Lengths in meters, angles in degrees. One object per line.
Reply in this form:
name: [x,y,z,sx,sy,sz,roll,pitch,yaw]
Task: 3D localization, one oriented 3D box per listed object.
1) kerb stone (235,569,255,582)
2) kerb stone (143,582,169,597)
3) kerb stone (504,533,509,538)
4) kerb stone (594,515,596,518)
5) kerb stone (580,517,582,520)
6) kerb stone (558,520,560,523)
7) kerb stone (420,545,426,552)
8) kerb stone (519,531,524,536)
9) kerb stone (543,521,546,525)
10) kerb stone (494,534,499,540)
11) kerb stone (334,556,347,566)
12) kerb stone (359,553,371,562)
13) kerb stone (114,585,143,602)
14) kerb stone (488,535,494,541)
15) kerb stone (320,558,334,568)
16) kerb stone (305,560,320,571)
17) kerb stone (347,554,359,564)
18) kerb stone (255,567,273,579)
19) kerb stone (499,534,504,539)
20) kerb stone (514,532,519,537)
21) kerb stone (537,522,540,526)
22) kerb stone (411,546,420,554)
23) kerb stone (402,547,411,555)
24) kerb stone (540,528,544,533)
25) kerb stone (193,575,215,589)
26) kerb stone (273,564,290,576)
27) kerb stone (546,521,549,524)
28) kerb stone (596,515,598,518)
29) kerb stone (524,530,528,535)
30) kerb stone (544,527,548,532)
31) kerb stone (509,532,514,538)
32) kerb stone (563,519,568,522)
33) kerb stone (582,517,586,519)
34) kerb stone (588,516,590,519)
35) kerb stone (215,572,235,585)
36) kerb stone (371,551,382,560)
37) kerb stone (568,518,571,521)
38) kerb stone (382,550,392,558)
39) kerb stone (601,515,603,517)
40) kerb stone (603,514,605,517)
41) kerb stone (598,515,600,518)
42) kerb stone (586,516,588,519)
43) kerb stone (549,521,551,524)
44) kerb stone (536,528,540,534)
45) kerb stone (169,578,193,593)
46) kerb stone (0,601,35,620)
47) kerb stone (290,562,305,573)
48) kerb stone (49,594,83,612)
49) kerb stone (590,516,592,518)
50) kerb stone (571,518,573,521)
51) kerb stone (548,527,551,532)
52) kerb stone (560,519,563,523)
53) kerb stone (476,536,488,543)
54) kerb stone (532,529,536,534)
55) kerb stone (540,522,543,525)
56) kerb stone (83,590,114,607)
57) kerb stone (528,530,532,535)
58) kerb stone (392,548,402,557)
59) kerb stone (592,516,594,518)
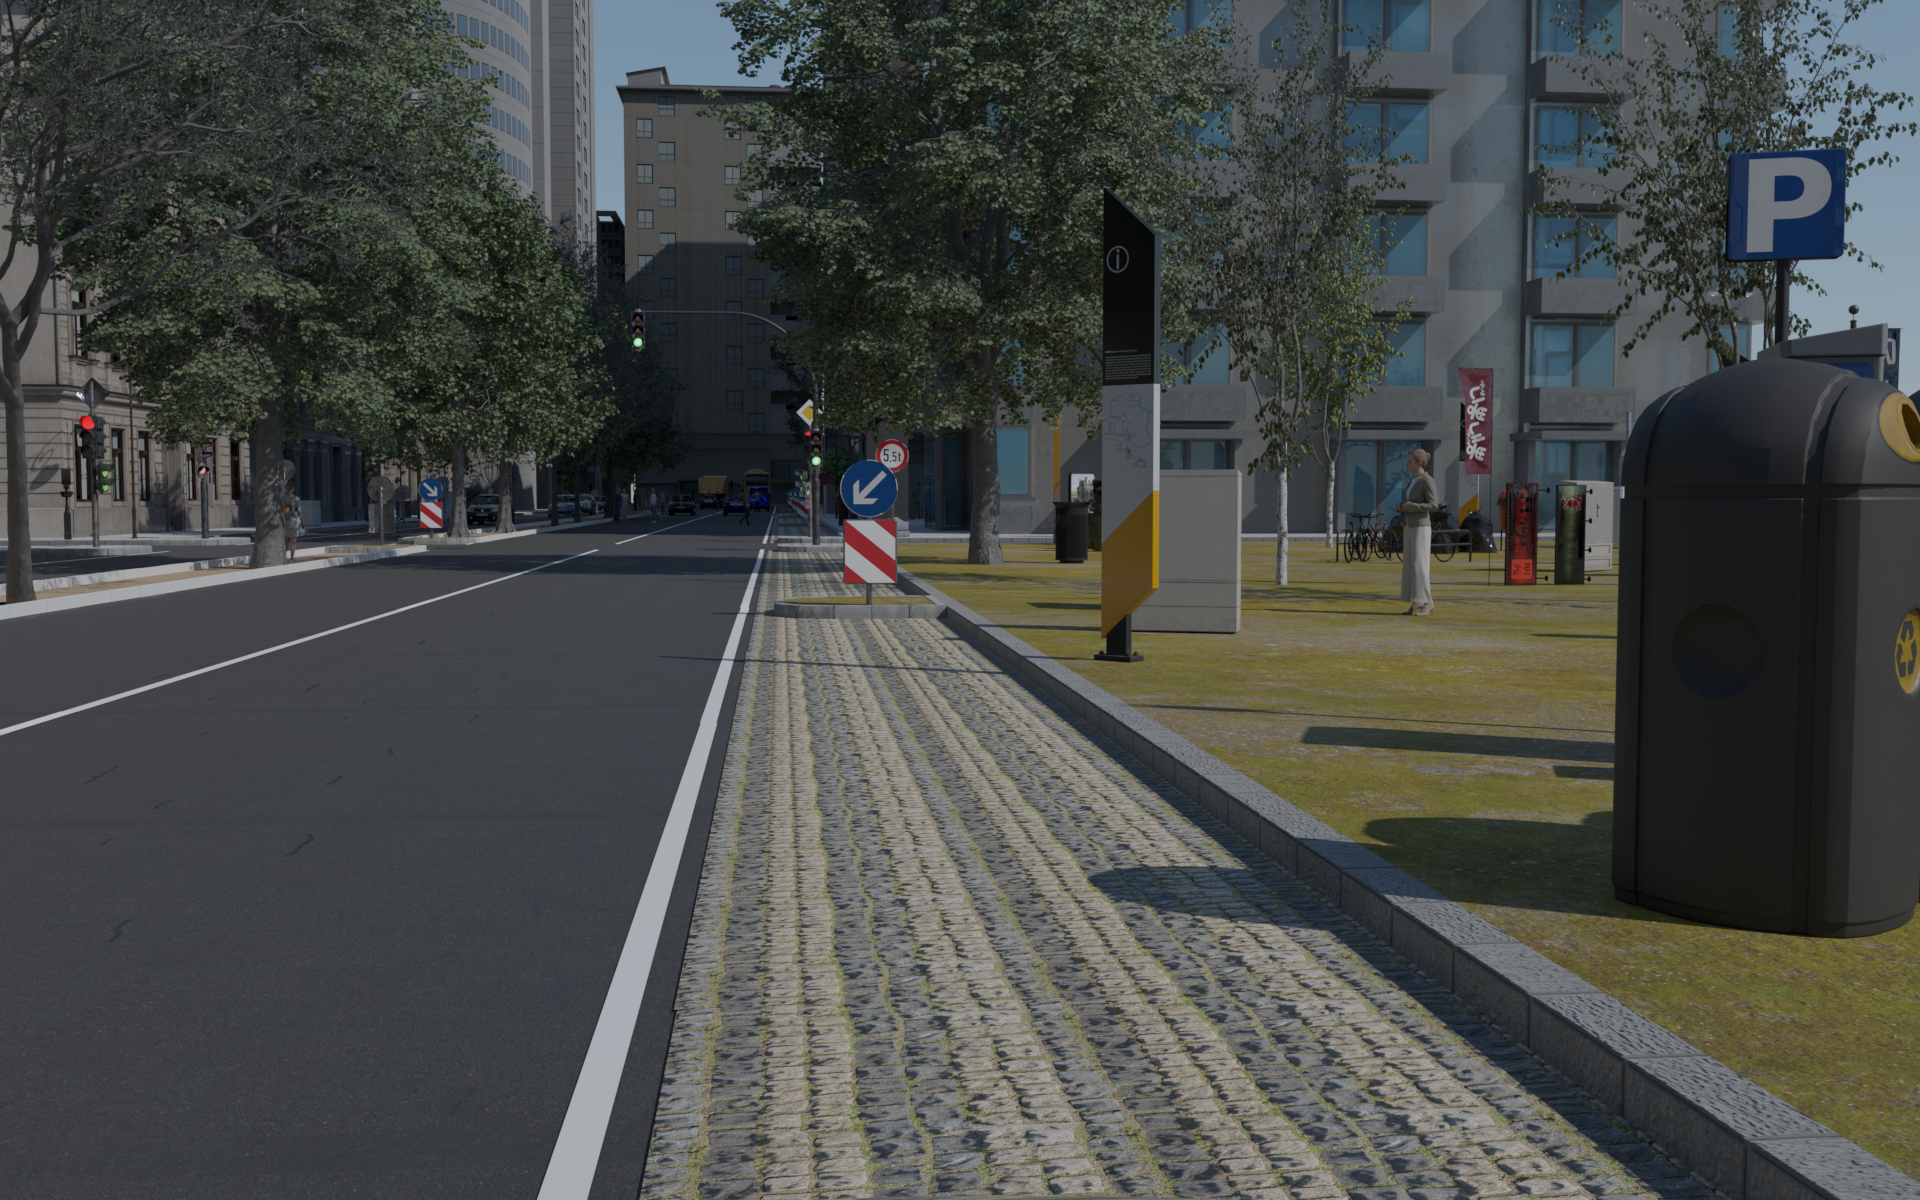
kerb stone: [-11.870,-0.387,28.529,0.120,0.150,1.000,0,4,-6]
kerb stone: [-11.440,-0.138,24.448,0.120,0.150,1.000,0,4,-6]
kerb stone: [-14.700,-2.042,55.605,0.120,0.150,1.000,0,4,-6]
kerb stone: [-21.563,-4.834,101.323,0.120,0.150,1.000,0,4,-6]
kerb stone: [-20.818,-4.401,94.178,0.120,0.150,1.000,0,4,-6]
kerb stone: [-19.859,-3.835,84.975,0.120,0.150,1.000,0,4,-6]
kerb stone: [-13.354,-1.260,42.799,0.120,0.150,1.000,0,4,-6]
kerb stone: [-15.006,-2.230,58.663,0.120,0.150,1.000,0,4,-6]
kerb stone: [-19.321,-3.524,79.870,0.120,0.150,1.000,0,4,-6]
kerb stone: [-14.478,-1.916,53.572,0.120,0.150,1.000,0,4,-6]
kerb stone: [-12.500,-0.761,34.640,0.120,0.150,1.000,0,4,-6]
kerb stone: [-12.715,-0.884,36.678,0.120,0.150,1.000,0,4,-6]
kerb stone: [-11.338,-0.074,23.431,0.120,0.150,1.000,0,4,-6]
kerb stone: [-14.364,-1.857,52.556,0.120,0.150,1.000,0,4,-6]
kerb stone: [-12.401,-0.699,33.623,0.120,0.150,1.000,0,4,-6]
kerb stone: [-12.297,-0.635,32.606,0.120,0.150,1.000,0,4,-6]
kerb stone: [-12.612,-0.823,35.660,0.120,0.150,1.000,0,4,-6]
kerb stone: [-11.977,-0.450,29.549,0.120,0.150,1.000,0,4,-6]
kerb stone: [-14.583,-1.981,54.589,0.120,0.150,1.000,0,4,-6]
kerb stone: [-14.905,-2.168,57.646,0.120,0.150,1.000,0,4,-6]
kerb stone: [-19.108,-3.403,77.831,0.120,0.150,1.000,0,4,-6]
kerb stone: [-13.257,-1.197,41.773,0.120,0.150,1.000,0,4,-6]
kerb stone: [-13.144,-1.135,40.757,0.120,0.150,1.000,0,4,-6]
kerb stone: [-15.539,-2.542,63.758,0.120,0.150,1.000,0,4,-6]
kerb stone: [-11.657,-0.262,26.484,0.120,0.150,1.000,0,4,-6]
kerb stone: [-12.085,-0.512,30.573,0.120,0.150,1.000,0,4,-6]
kerb stone: [-19.434,-3.590,80.886,0.120,0.150,1.000,0,4,-6]
kerb stone: [-21.671,-4.903,102.355,0.120,0.150,1.000,0,4,-6]
kerb stone: [-15.111,-2.285,59.682,0.120,0.150,1.000,0,4,-6]
kerb stone: [-15.648,-2.604,64.781,0.120,0.150,1.000,0,4,-6]
kerb stone: [-14.797,-2.100,56.630,0.120,0.150,1.000,0,4,-6]
kerb stone: [-20.180,-4.024,88.045,0.120,0.150,1.000,0,4,-6]
kerb stone: [-21.024,-4.523,96.212,0.120,0.150,1.000,0,4,-6]
kerb stone: [-21.247,-4.650,98.256,0.120,0.150,1.000,0,4,-6]
kerb stone: [-11.769,-0.325,27.506,0.120,0.150,1.000,0,4,-6]
kerb stone: [-12.817,-0.944,37.696,0.120,0.150,1.000,0,4,-6]
kerb stone: [-20.280,-4.090,89.072,0.120,0.150,1.000,0,4,-6]
kerb stone: [-12.940,-1.009,38.718,0.120,0.150,1.000,0,4,-6]
kerb stone: [-21.985,-5.089,105.412,0.120,0.150,1.000,0,4,-6]
kerb stone: [-22.103,-5.145,106.431,0.120,0.150,1.000,0,4,-6]
kerb stone: [-21.771,-4.965,103.378,0.120,0.150,1.000,0,4,-6]
kerb stone: [-21.129,-4.590,97.241,0.120,0.150,1.000,0,4,-6]
kerb stone: [-19.539,-3.652,81.908,0.120,0.150,1.000,0,4,-6]
kerb stone: [-15.430,-2.476,62.741,0.120,0.150,1.000,0,4,-6]
kerb stone: [-11.548,-0.199,25.468,0.120,0.150,1.000,0,4,-6]
kerb stone: [-11.020,0.111,20.373,0.120,0.150,1.000,0,4,-6]
kerb stone: [-12.191,-0.571,31.590,0.120,0.150,1.000,0,4,-6]
kerb stone: [-11.124,0.049,21.390,0.120,0.150,1.000,0,4,-6]
kerb stone: [-21.348,-4.714,99.274,0.120,0.150,1.000,0,4,-6]
kerb stone: [-20.387,-4.153,90.092,0.120,0.150,1.000,0,4,-6]
kerb stone: [-15.747,-2.667,65.798,0.120,0.150,1.000,0,4,-6]
kerb stone: [-19.966,-3.902,86.001,0.120,0.150,1.000,0,4,-6]
kerb stone: [-14.266,-1.795,51.539,0.120,0.150,1.000,0,4,-6]
kerb stone: [-15.328,-2.417,61.724,0.120,0.150,1.000,0,4,-6]
kerb stone: [-19.221,-3.465,78.851,0.120,0.150,1.000,0,4,-6]
kerb stone: [-11.241,-0.011,22.414,0.120,0.150,1.000,0,4,-6]
kerb stone: [-15.221,-2.354,60.707,0.120,0.150,1.000,0,4,-6]
kerb stone: [-13.032,-1.073,39.742,0.120,0.150,1.000,0,4,-6]
kerb stone: [-21.450,-4.777,100.293,0.120,0.150,1.000,0,4,-6]
